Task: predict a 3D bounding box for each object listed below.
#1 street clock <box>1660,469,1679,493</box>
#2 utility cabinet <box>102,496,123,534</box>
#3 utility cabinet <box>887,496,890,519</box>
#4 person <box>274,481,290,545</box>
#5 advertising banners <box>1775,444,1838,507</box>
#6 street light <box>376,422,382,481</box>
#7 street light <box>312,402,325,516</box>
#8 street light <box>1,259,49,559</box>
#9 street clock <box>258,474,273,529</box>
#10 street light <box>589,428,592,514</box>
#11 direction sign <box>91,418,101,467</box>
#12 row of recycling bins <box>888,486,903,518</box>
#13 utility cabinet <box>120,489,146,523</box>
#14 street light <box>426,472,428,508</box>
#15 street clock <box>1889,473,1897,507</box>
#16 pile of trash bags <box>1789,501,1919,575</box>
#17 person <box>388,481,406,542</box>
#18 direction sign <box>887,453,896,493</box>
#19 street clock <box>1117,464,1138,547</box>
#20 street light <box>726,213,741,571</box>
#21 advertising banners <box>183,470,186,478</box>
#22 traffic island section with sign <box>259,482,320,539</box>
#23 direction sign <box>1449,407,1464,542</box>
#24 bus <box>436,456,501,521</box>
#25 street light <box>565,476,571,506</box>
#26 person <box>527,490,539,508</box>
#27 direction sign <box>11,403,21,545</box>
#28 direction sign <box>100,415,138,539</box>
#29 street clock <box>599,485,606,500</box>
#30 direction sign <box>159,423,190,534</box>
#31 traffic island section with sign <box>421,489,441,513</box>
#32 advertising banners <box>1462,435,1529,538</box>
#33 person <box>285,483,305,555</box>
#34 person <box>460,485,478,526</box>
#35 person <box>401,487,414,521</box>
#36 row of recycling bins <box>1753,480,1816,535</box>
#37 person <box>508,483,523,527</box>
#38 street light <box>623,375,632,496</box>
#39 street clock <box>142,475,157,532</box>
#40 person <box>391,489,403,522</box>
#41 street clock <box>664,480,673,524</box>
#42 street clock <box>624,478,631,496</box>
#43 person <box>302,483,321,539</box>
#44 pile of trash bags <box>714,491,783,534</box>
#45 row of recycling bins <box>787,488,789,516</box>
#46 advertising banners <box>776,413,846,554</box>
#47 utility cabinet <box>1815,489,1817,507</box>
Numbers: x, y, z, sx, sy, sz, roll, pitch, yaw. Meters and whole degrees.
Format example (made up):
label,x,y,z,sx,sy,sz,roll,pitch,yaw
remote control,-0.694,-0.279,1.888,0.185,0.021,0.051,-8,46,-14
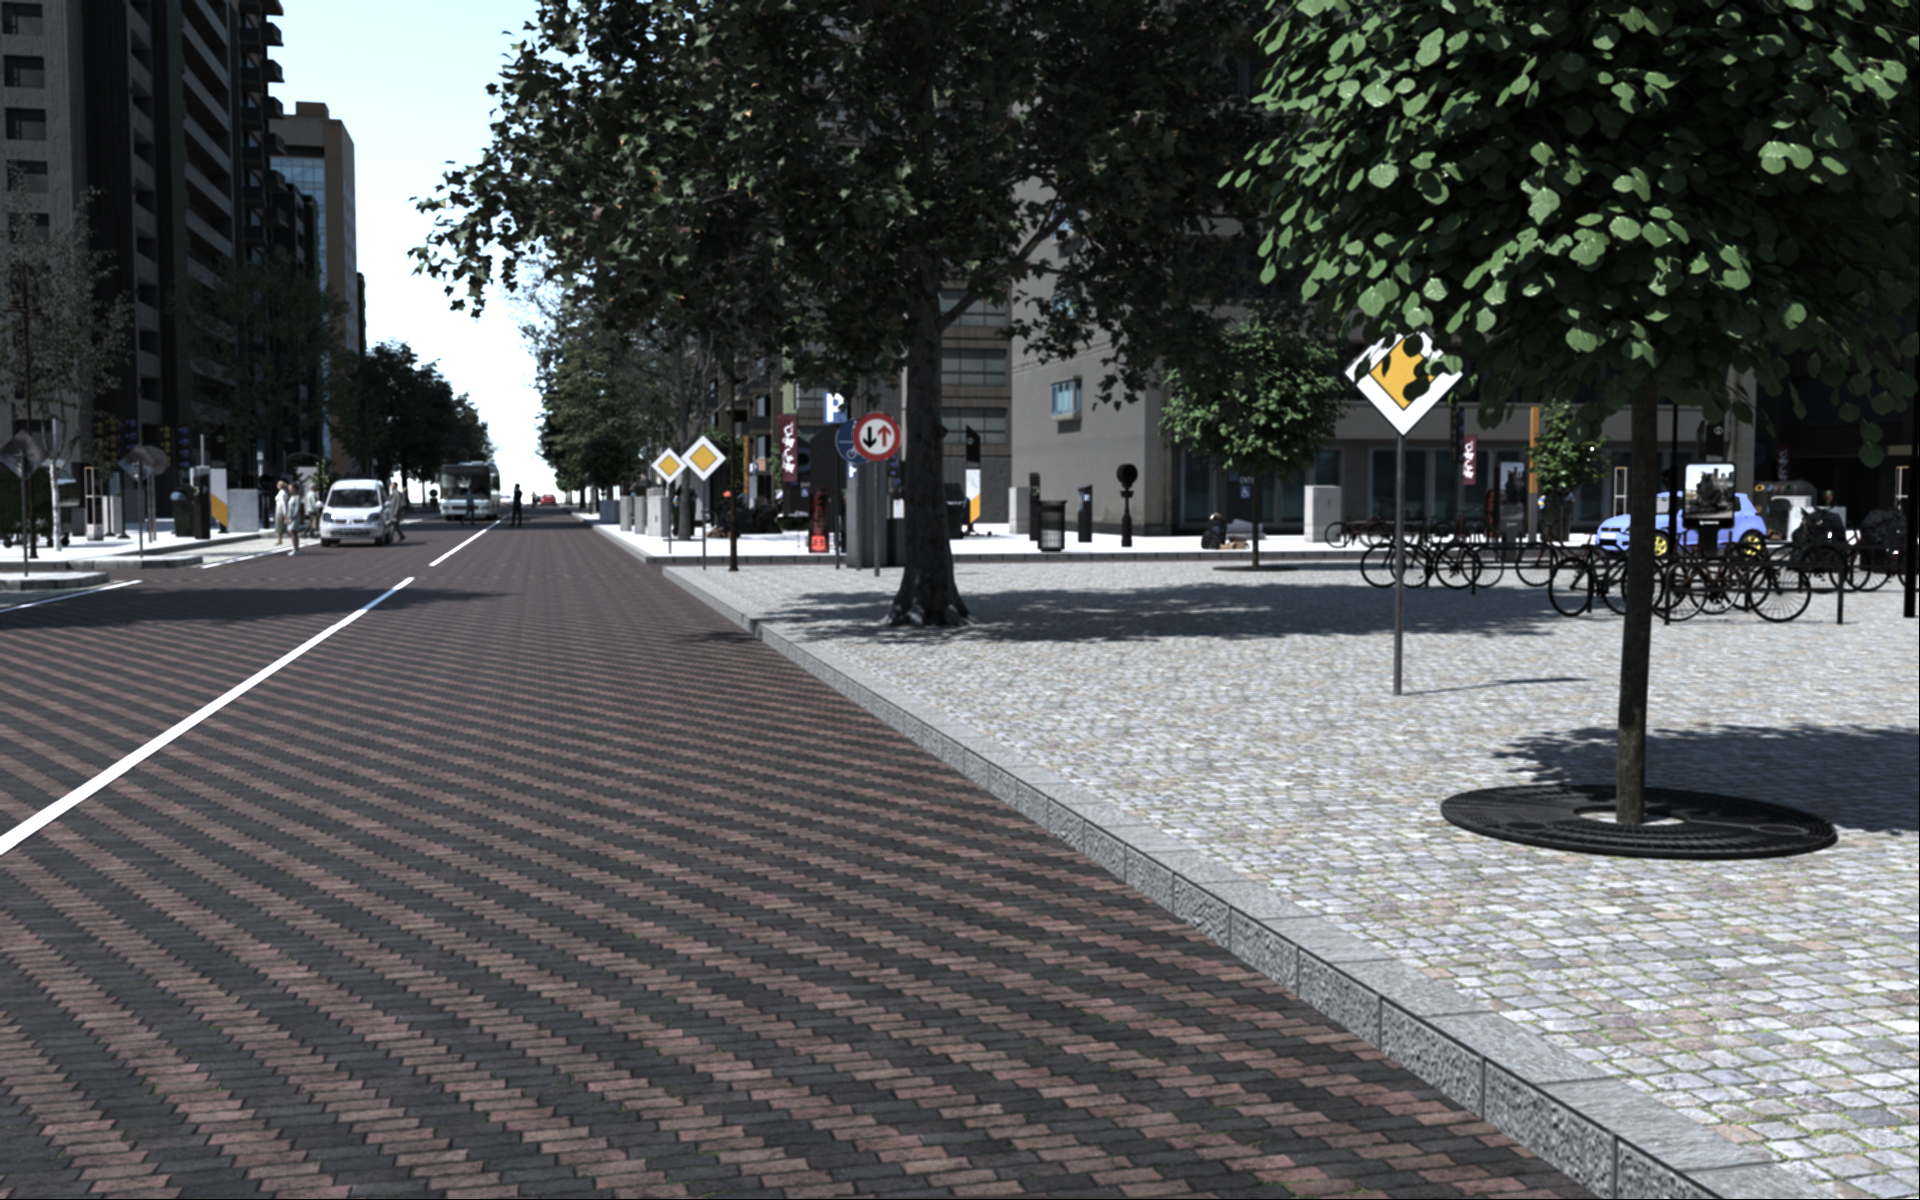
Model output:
label,x,y,z,sx,sy,sz,roll,pitch,yaw
street clock,20.453,-2.778,49.989,0.471,2.002,0.358,2,4,34
utility cabinet,-27.186,-2.717,55.581,0.306,1.237,1.020,-3,5,-43
utility cabinet,-2.845,-2.893,58.470,1.020,1.237,0.306,-3,5,-40
person,-18.789,-2.413,48.186,0.641,1.798,0.478,0,3,0
advertising banners,29.252,-3.897,59.906,2.074,3.025,0.090,3,5,41
street light,-36.390,-8.311,108.679,0.468,5.910,1.993,-1,4,-14
street light,-29.518,-6.553,79.922,0.468,5.910,1.993,-1,4,-14
street light,-18.428,-3.761,34.274,0.468,5.910,1.993,-1,4,-14
street clock,-25.364,-3.592,63.300,0.471,2.002,0.358,-2,4,-27
street light,-23.462,-8.377,109.752,0.468,5.910,1.993,-1,4,-14
direction sign,-25.669,-3.681,52.181,0.379,3.537,0.876,3,4,37
row of recycling bins,-2.980,-5.194,92.039,1.069,1.692,3.534,1,4,19
utility cabinet,-36.684,-4.160,76.698,1.173,1.500,0.318,1,4,14
street light,-47.651,-11.134,154.822,0.468,5.910,1.993,-1,4,-14
street clock,32.535,-3.407,60.274,0.358,2.002,0.471,0,4,2
pile of trash bags,15.326,-1.129,28.207,3.447,1.369,1.912,2,4,33
person,-17.122,-2.677,52.370,0.767,1.812,0.694,-3,4,-36
direction sign,-3.262,-5.251,77.856,0.876,3.537,0.379,2,4,25
street clock,4.035,-2.280,41.850,0.471,2.002,0.358,-2,4,-32
street light,-3.767,-3.417,28.653,0.468,5.910,1.993,-1,4,-14
advertising banners,-29.125,-4.201,64.877,0.090,3.025,2.074,-2,4,-29
traffic island section with sign,-21.688,-2.926,56.467,1.989,1.847,2.006,-1,4,-14
direction sign,12.863,-3.235,44.883,0.379,3.537,0.876,3,4,37
bus,-27.217,-6.218,96.523,2.948,3.499,13.247,-1,4,-12
street light,-41.463,-12.929,184.171,0.468,5.910,1.993,-1,4,-14
person,-43.529,-10.292,176.779,1.348,1.823,0.705,1,4,17
direction sign,-23.599,-3.137,43.288,0.379,3.537,0.876,-2,4,-25
direction sign,-24.090,-3.535,49.797,0.876,3.537,0.379,-3,5,-41
street clock,-20.156,-5.701,97.780,0.471,2.002,0.358,3,4,38
direction sign,-25.199,-3.891,55.616,0.876,3.537,0.379,-2,4,-30
traffic island section with sign,-39.772,-7.491,131.105,1.989,1.847,2.006,-1,4,-14
advertising banners,15.621,-3.332,50.673,2.074,3.025,0.090,2,4,31
person,-15.648,-1.909,40.718,0.512,1.701,0.522,3,5,44
person,-22.175,-4.270,78.178,0.748,1.841,0.638,0,4,0
person,-28.951,-5.005,90.513,0.728,1.800,0.709,2,4,31
row of recycling bins,25.595,-2.854,53.779,1.069,1.692,3.534,0,4,7
person,-19.426,-4.154,75.778,0.648,1.900,0.474,3,4,38
street light,-12.339,-5.586,64.111,0.468,5.910,1.993,-1,4,-14
street clock,-27.215,-3.279,58.189,0.471,2.002,0.358,-1,4,-18
person,-28.773,-4.860,88.301,0.623,1.781,0.721,2,4,24
street clock,-12.492,-4.272,74.411,0.358,2.002,0.471,2,4,31
street clock,-14.532,-4.366,75.947,0.358,2.002,0.471,-1,4,-17
person,-20.437,-2.794,54.667,0.515,1.767,0.782,-3,5,-40
pile of trash bags,-7.147,-2.872,56.709,1.912,1.369,3.447,-2,4,-25
row of recycling bins,-6.214,-4.315,77.667,3.534,1.692,1.069,2,4,25
advertising banners,-3.034,-2.524,37.460,2.074,3.025,0.090,1,4,21
utility cabinet,31.102,-3.339,63.271,0.318,1.500,1.173,2,4,30
